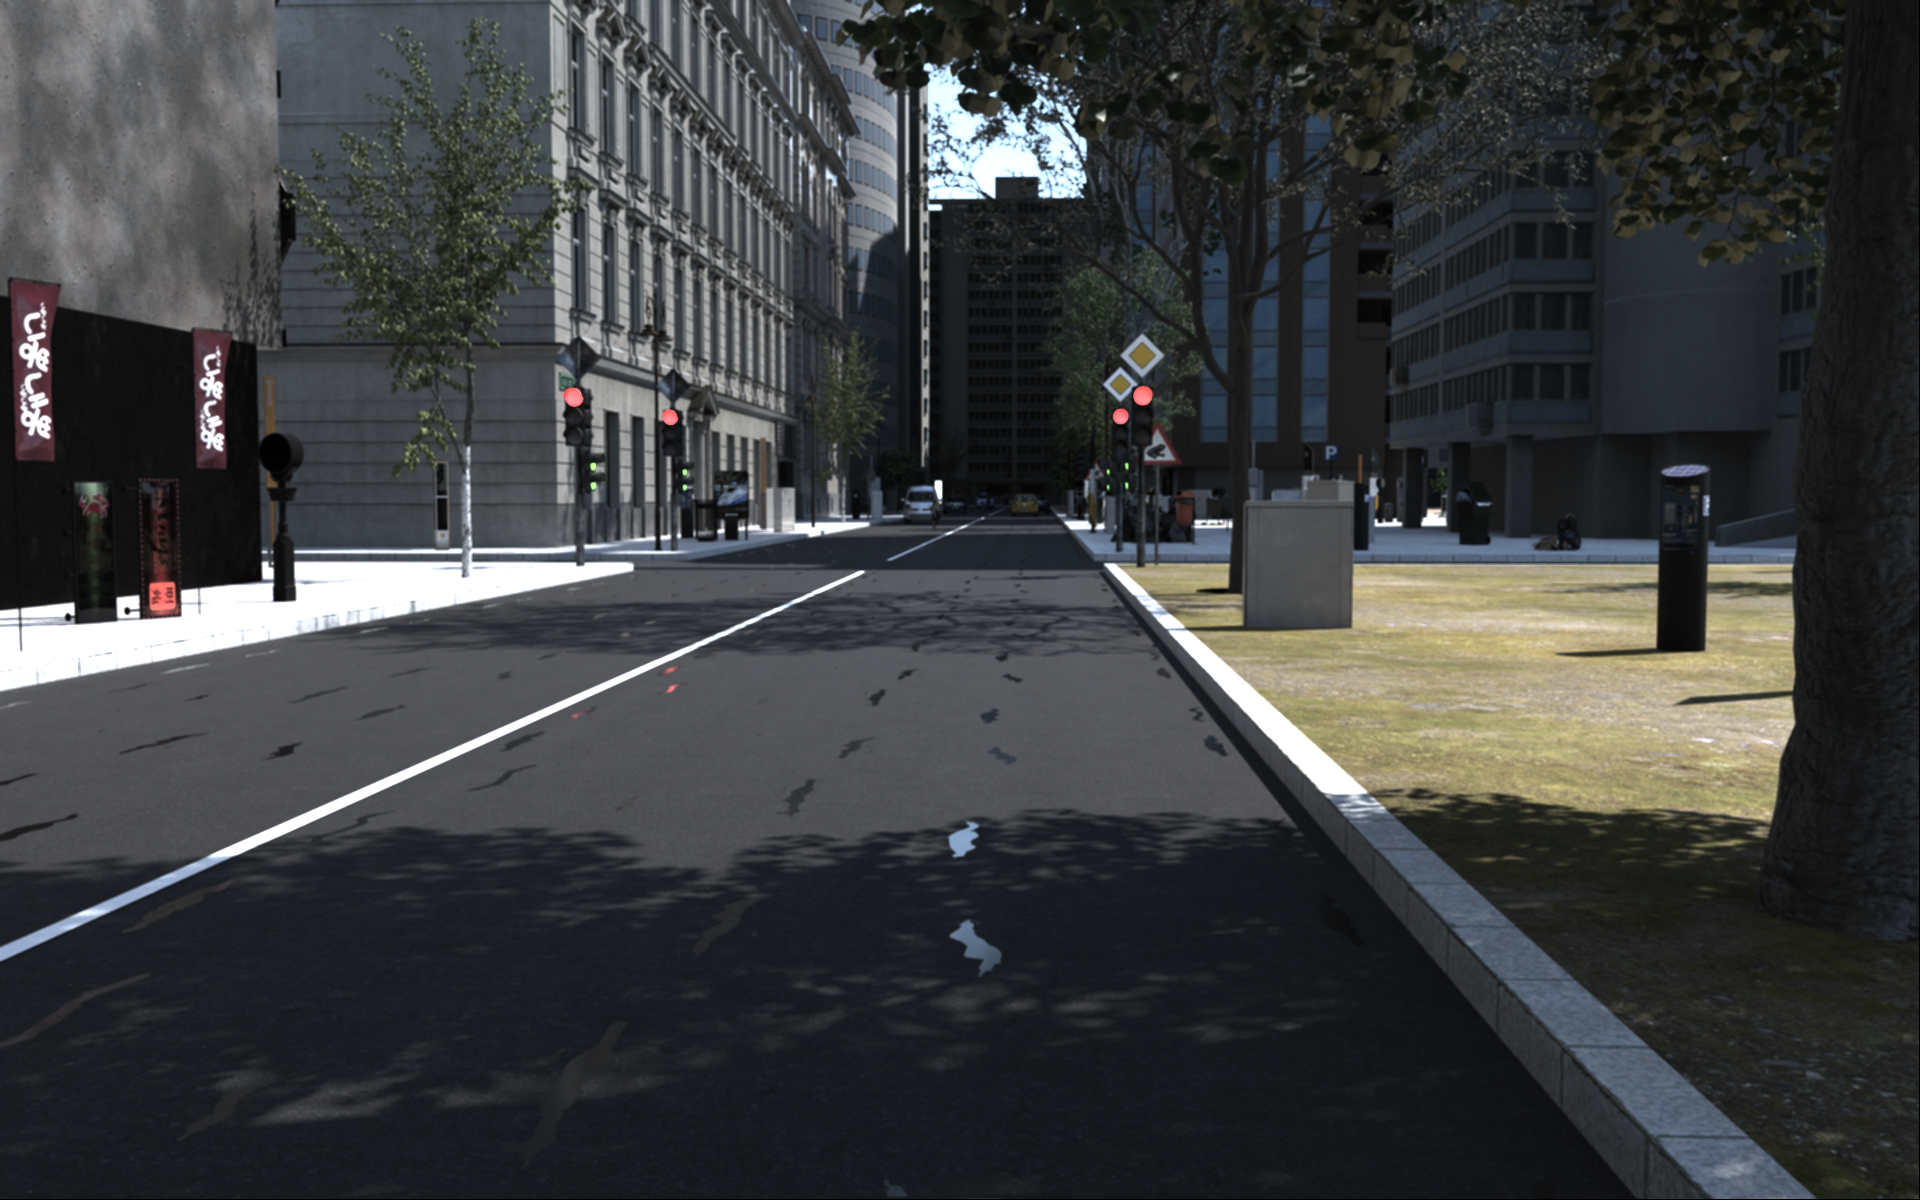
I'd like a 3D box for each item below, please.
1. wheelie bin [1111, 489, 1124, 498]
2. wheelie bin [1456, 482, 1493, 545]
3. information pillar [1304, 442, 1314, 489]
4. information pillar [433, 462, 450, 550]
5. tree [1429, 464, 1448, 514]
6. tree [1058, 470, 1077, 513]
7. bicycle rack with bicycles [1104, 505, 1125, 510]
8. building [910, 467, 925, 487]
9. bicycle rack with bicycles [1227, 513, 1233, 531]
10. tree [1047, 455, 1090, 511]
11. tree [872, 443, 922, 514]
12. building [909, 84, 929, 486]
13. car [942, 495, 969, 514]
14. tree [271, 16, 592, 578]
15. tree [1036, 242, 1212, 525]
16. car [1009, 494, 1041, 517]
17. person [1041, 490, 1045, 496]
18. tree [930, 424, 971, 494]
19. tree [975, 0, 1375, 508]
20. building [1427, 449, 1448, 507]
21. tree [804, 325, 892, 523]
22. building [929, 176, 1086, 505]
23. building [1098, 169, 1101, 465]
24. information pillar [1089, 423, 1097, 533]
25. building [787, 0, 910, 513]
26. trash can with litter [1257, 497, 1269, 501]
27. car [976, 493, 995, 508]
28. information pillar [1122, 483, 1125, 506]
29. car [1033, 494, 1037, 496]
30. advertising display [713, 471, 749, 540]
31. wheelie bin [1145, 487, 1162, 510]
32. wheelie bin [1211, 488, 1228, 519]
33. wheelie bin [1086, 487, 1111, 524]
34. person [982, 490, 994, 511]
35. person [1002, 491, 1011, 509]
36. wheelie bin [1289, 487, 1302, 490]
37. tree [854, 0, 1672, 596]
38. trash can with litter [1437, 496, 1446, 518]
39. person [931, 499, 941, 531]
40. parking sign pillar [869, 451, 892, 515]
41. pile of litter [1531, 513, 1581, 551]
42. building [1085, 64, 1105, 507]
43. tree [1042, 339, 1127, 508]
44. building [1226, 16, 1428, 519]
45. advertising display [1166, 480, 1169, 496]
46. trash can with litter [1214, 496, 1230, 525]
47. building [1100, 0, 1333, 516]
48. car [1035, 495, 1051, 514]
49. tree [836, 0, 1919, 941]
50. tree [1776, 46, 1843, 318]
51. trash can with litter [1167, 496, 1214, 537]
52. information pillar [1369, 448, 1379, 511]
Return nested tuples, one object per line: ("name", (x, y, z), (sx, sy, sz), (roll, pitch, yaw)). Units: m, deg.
("wheelie bin", (6.978, -4.295, 78.124), (0.980, 1.594, 0.693), (-3, 5, -41))
("wheelie bin", (12.968, -2.195, 43.798), (0.980, 1.594, 0.693), (-2, 4, -31))
("information pillar", (15.619, -5.280, 77.678), (0.183, 3.616, 0.504), (-3, 5, -40))
("information pillar", (-11.858, -2.146, 39.582), (0.304, 2.012, 0.304), (-2, 4, -25))
("tree", (30.802, -7.125, 111.094), (1.663, 3.219, 1.824), (0, 3, 0))
("tree", (7.585, -7.477, 116.852), (1.663, 3.219, 1.824), (0, 3, 0))
("bicycle rack with bicycles", (9.254, -4.882, 93.204), (2.852, 0.926, 2.925), (-1, 4, -14))
("building", (-13.624, -43.636, 151.697), (20.563, 71.187, 20.611), (0, 4, 3))
("bicycle rack with bicycles", (10.616, -2.806, 59.259), (2.925, 0.926, 2.852), (-3, 4, -38))
("tree", (8.405, -9.151, 133.335), (4.285, 4.588, 4.351), (0, 3, 0))
("tree", (-4.057, -7.775, 110.829), (4.285, 4.588, 4.351), (0, 3, 0))
("building", (-14.297, -33.850, 177.157), (21.600, 48.544, 21.300), (0, 4, 3))
("car", (-0.301, -6.948, 126.176), (1.945, 1.354, 3.894), (0, 4, 2))
("tree", (-7.831, -4.651, 26.405), (4.737, 8.622, 4.395), (0, 3, 0))
("tree", (6.679, -8.911, 71.442), (9.928, 11.665, 9.643), (0, 3, 0))
("car", (4.149, -6.137, 110.571), (2.015, 1.641, 3.980), (0, 4, 3))
("person", (7.315, -8.931, 154.529), (0.705, 1.822, 1.348), (-2, 4, -27))
("tree", (-0.943, -14.160, 181.871), (4.360, 8.622, 3.978), (0, 3, 0))
("tree", (6.057, -11.734, 47.740), (12.611, 20.169, 13.585), (0, 3, 0))
("building", (51.403, -46.962, 206.088), (20.611, 71.187, 20.563), (0, 4, 3))
("tree", (-5.122, -7.708, 76.385), (4.737, 8.622, 4.395), (0, 3, 0))
("building", (6.952, -31.967, 214.534), (23.993, 40.220, 32.217), (0, 4, 3))
("building", (22.822, -31.936, 141.754), (23.786, 49.044, 30.456), (0, 4, 3))
("information pillar", (4.394, -4.034, 57.316), (0.183, 3.616, 0.504), (1, 4, 15))
("building", (-15.247, -35.809, 127.472), (21.231, 58.520, 28.212), (0, 4, 3))
("trash can with litter", (13.041, -3.856, 74.433), (0.624, 1.170, 1.055), (1, 4, 14))
("car", (2.617, -10.260, 177.336), (1.945, 1.707, 3.694), (0, 4, 4))
("information pillar", (9.105, -5.703, 97.731), (0.304, 2.012, 0.304), (2, 4, 31))
("car", (6.899, -9.872, 170.203), (1.959, 1.807, 4.718), (0, 4, 3))
("advertising display", (-6.349, -2.621, 48.063), (0.974, 1.923, 0.123), (-1, 4, -17))
("wheelie bin", (8.358, -4.101, 74.964), (0.693, 1.594, 0.980), (2, 4, 24))
("wheelie bin", (13.370, -4.967, 89.118), (0.980, 1.594, 0.693), (-2, 4, -24))
("wheelie bin", (5.926, -4.107, 75.054), (0.980, 1.594, 0.693), (1, 4, 9))
("person", (2.387, -8.182, 142.958), (1.217, 1.739, 0.721), (1, 4, 14))
("person", (4.619, -9.920, 171.480), (1.217, 1.735, 0.721), (-3, 4, -38))
("wheelie bin", (14.650, -4.158, 75.884), (0.980, 1.594, 0.693), (-2, 4, -31))
("tree", (3.503, -6.829, 22.020), (12.009, 13.543, 11.850), (0, 3, 0))
("trash can with litter", (27.033, -5.111, 94.624), (2.233, 1.210, 1.678), (0, 4, 2))
("person", (-0.935, -3.341, 67.800), (0.373, 1.253, 0.362), (2, 4, 27))
("parking sign pillar", (-4.924, -7.235, 106.769), (1.447, 3.967, 1.447), (1, 4, 16))
("pile of litter", (13.672, -1.578, 39.759), (1.176, 0.858, 1.719), (3, 5, 44))
("building", (22.934, -38.457, 170.768), (21.231, 58.520, 28.212), (0, 4, 3))
("tree", (6.535, -8.002, 81.197), (4.737, 8.622, 4.395), (0, 3, 0))
("building", (18.262, -27.270, 95.970), (14.600, 45.320, 14.200), (0, 4, 3))
("advertising display", (9.517, -4.538, 79.409), (0.123, 1.923, 0.974), (0, 4, 6))
("trash can with litter", (10.113, -3.704, 71.615), (2.233, 1.210, 1.678), (2, 4, 27))
("building", (16.924, -28.723, 119.728), (14.600, 45.320, 14.200), (0, 4, 3))
("car", (5.574, -6.855, 124.659), (1.945, 1.354, 3.894), (0, 4, 1))
("tree", (2.908, -6.012, 4.947), (9.857, 13.997, 8.962), (0, 3, 0))
("tree", (14.127, -4.568, 25.048), (4.737, 8.622, 4.395), (0, 3, 0))
("trash can with litter", (6.370, -2.506, 52.026), (1.678, 1.210, 2.233), (-1, 4, -12))
("information pillar", (20.900, -5.880, 87.497), (0.504, 3.616, 0.183), (-1, 4, -18))
